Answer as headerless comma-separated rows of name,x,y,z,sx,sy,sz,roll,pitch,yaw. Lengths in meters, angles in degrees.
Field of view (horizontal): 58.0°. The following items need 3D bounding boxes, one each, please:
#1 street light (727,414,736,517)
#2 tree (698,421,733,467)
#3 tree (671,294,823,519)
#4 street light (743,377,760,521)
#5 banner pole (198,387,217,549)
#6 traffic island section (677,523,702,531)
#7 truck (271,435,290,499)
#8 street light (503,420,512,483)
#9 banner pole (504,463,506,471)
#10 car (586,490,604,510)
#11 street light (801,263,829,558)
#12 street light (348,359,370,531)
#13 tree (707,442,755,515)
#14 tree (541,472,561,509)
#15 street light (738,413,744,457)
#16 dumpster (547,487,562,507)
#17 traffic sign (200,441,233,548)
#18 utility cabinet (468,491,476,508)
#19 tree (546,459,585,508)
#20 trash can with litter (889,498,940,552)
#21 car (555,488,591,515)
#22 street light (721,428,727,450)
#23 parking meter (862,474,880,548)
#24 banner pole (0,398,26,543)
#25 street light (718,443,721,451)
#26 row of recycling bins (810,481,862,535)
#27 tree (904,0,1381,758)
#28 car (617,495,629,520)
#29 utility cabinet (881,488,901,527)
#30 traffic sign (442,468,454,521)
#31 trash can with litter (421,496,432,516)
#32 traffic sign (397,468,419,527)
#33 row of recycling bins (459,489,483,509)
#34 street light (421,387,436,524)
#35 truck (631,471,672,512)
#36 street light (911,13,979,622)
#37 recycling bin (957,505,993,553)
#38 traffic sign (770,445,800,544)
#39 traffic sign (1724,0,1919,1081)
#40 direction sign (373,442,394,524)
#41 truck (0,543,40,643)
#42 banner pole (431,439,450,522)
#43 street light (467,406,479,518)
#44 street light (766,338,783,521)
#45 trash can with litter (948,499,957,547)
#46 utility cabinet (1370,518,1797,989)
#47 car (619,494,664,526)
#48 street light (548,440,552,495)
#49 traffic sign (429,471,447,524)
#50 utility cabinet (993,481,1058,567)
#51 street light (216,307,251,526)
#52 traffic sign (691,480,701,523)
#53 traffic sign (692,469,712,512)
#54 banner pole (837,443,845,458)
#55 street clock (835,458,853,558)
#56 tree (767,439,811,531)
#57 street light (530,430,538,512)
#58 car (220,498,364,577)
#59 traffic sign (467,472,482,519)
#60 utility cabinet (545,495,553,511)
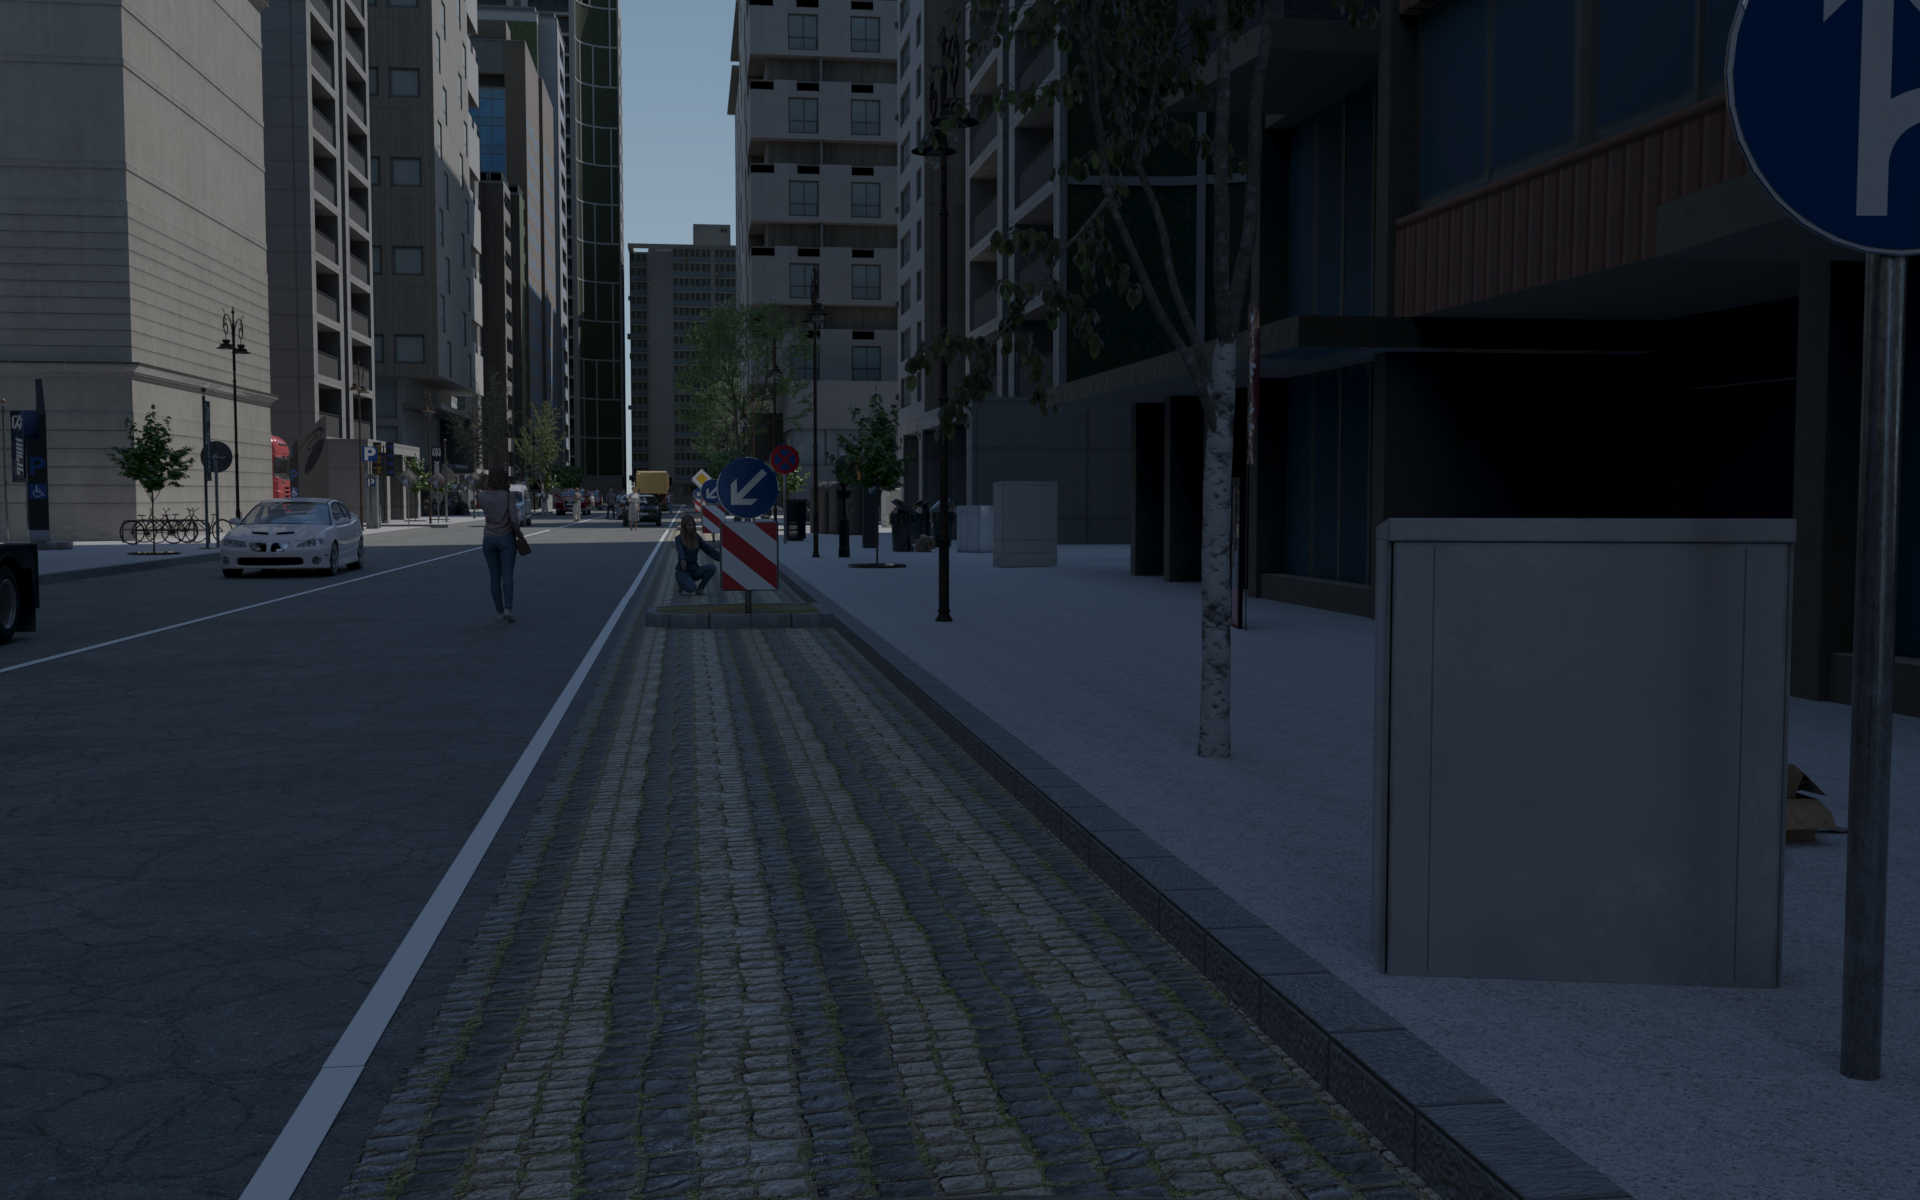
street light,-12.873,-7.709,98.823,0.468,5.910,1.993,-1,4,-9
tree,-22.964,-13.198,166.141,4.737,8.622,4.395,0,3,0
tree,-11.080,-9.988,89.064,9.928,11.665,9.643,0,3,0
street light,-8.162,-5.848,68.404,0.468,5.910,1.993,-1,4,-9
banner pole,-17.716,-3.105,40.788,0.401,3.779,0.863,-1,4,-11
traffic island section,-10.183,-2.831,68.571,2.009,0.180,2.903,-1,4,-9
truck,-31.638,-4.843,68.104,11.283,4.237,2.839,-1,4,-9
street light,-28.198,-8.274,108.068,0.468,5.910,1.993,-1,4,-9
banner pole,-36.351,-9.085,138.549,0.401,3.779,0.863,-1,4,-19
car,-33.222,-9.003,155.879,2.281,1.827,5.304,-1,4,-10
street light,-2.915,-3.797,34.868,0.468,5.910,1.993,-1,4,-9
street light,-20.666,-5.314,59.666,0.468,5.910,1.993,-1,4,-9
tree,-14.256,-7.651,108.815,4.285,4.588,4.351,0,3,0
tree,-35.802,-9.555,150.826,1.663,3.219,1.824,0,3,0
street light,-10.139,-6.642,81.378,0.468,5.910,1.993,-1,4,-9
dumpster,-34.394,-8.647,147.141,1.264,1.857,1.865,-1,4,-9
traffic sign,-17.794,-2.529,41.462,0.768,2.556,0.104,0,4,-1
utility cabinet,-40.687,-8.272,143.931,1.173,1.500,0.318,3,4,36
tree,-38.743,-11.484,171.481,4.285,4.588,4.351,0,3,0
trash can with litter,-1.044,-1.654,38.429,1.055,1.170,0.624,2,4,24
car,-26.264,-6.670,117.735,2.281,1.827,5.304,0,4,-7
street light,-15.547,-8.739,115.664,0.468,5.910,1.993,-1,4,-9
parking meter,-2.107,-2.160,41.035,0.399,1.863,0.255,-1,4,-17
banner pole,-24.842,-3.394,45.516,0.863,3.779,0.401,-1,4,-14
street light,-18.156,-9.785,132.773,0.468,5.910,1.993,-1,4,-9
row of recycling bins,-3.859,-2.960,55.516,1.069,1.692,3.534,-2,4,-28
tree,1.086,-3.550,8.402,4.360,8.622,3.978,0,3,0
car,-18.263,-5.208,97.146,2.014,1.417,4.499,-1,4,-8
utility cabinet,-2.473,-3.509,66.043,0.318,1.500,1.173,3,5,43
traffic sign,-24.771,-5.102,83.530,0.768,2.556,0.104,0,4,-4
trash can with litter,-30.913,-5.393,99.559,1.055,1.170,0.624,1,4,10
traffic sign,-21.269,-3.862,66.789,0.795,2.450,0.064,-1,4,-9
row of recycling bins,-42.113,-8.541,146.755,3.534,1.692,1.069,0,4,-3
street light,-22.919,-6.239,74.788,0.468,5.910,1.993,-1,4,-9
truck,-25.791,-9.128,145.161,3.469,3.379,9.791,-1,4,-11
street light,-0.161,-2.722,17.297,0.468,5.910,1.993,-1,4,-9
recycling bin,0.421,-1.563,38.115,0.722,1.027,0.722,-3,5,-44
traffic sign,-4.522,-2.730,44.734,0.768,2.556,0.104,0,4,-8
traffic sign,1.989,-0.223,3.747,0.768,2.556,0.104,0,4,-2
direction sign,-25.103,-5.107,75.499,0.876,3.537,0.379,-1,4,-9
truck,-8.712,-1.102,7.779,2.967,4.110,18.799,-1,4,-10
banner pole,-23.679,-5.439,78.946,0.863,3.779,0.401,0,3,0
street light,-25.699,-7.261,91.505,0.468,5.910,1.993,-1,4,-9
street light,-5.490,-4.806,51.359,0.468,5.910,1.993,-1,4,-9
trash can with litter,-0.558,-1.847,41.586,0.624,1.170,1.055,3,5,42
utility cabinet,1.646,0.398,4.662,1.020,1.237,0.306,0,4,8
car,-14.345,-4.178,78.104,2.009,1.686,4.222,-1,4,-10
street light,-33.565,-10.353,142.058,0.468,5.910,1.993,-1,4,-9
traffic sign,-22.502,-4.345,74.679,0.795,2.450,0.064,-1,4,-9
utility cabinet,1.144,-1.332,30.460,1.173,1.500,0.318,-2,4,-32
street light,-17.923,-4.286,42.863,0.468,5.910,1.993,-1,4,-9
traffic sign,-11.438,-4.449,76.380,0.795,2.450,0.064,-1,4,-9
traffic sign,-10.205,-3.966,68.490,0.795,2.450,0.064,-1,4,-9
banner pole,-5.312,-5.338,77.292,0.401,3.779,0.863,-2,4,-34
street clock,-2.346,-1.864,35.048,0.358,2.002,0.471,1,4,14
tree,-5.908,-4.043,60.700,1.663,3.219,1.824,0,3,0
street light,-30.818,-9.328,125.295,0.468,5.910,1.993,-1,4,-9
car,-12.085,-1.174,31.555,2.083,1.381,4.827,-1,4,-10
traffic sign,-25.030,-5.392,89.337,0.795,2.450,0.064,0,4,-4
utility cabinet,-32.104,-7.570,134.927,0.306,1.237,1.020,1,4,14
